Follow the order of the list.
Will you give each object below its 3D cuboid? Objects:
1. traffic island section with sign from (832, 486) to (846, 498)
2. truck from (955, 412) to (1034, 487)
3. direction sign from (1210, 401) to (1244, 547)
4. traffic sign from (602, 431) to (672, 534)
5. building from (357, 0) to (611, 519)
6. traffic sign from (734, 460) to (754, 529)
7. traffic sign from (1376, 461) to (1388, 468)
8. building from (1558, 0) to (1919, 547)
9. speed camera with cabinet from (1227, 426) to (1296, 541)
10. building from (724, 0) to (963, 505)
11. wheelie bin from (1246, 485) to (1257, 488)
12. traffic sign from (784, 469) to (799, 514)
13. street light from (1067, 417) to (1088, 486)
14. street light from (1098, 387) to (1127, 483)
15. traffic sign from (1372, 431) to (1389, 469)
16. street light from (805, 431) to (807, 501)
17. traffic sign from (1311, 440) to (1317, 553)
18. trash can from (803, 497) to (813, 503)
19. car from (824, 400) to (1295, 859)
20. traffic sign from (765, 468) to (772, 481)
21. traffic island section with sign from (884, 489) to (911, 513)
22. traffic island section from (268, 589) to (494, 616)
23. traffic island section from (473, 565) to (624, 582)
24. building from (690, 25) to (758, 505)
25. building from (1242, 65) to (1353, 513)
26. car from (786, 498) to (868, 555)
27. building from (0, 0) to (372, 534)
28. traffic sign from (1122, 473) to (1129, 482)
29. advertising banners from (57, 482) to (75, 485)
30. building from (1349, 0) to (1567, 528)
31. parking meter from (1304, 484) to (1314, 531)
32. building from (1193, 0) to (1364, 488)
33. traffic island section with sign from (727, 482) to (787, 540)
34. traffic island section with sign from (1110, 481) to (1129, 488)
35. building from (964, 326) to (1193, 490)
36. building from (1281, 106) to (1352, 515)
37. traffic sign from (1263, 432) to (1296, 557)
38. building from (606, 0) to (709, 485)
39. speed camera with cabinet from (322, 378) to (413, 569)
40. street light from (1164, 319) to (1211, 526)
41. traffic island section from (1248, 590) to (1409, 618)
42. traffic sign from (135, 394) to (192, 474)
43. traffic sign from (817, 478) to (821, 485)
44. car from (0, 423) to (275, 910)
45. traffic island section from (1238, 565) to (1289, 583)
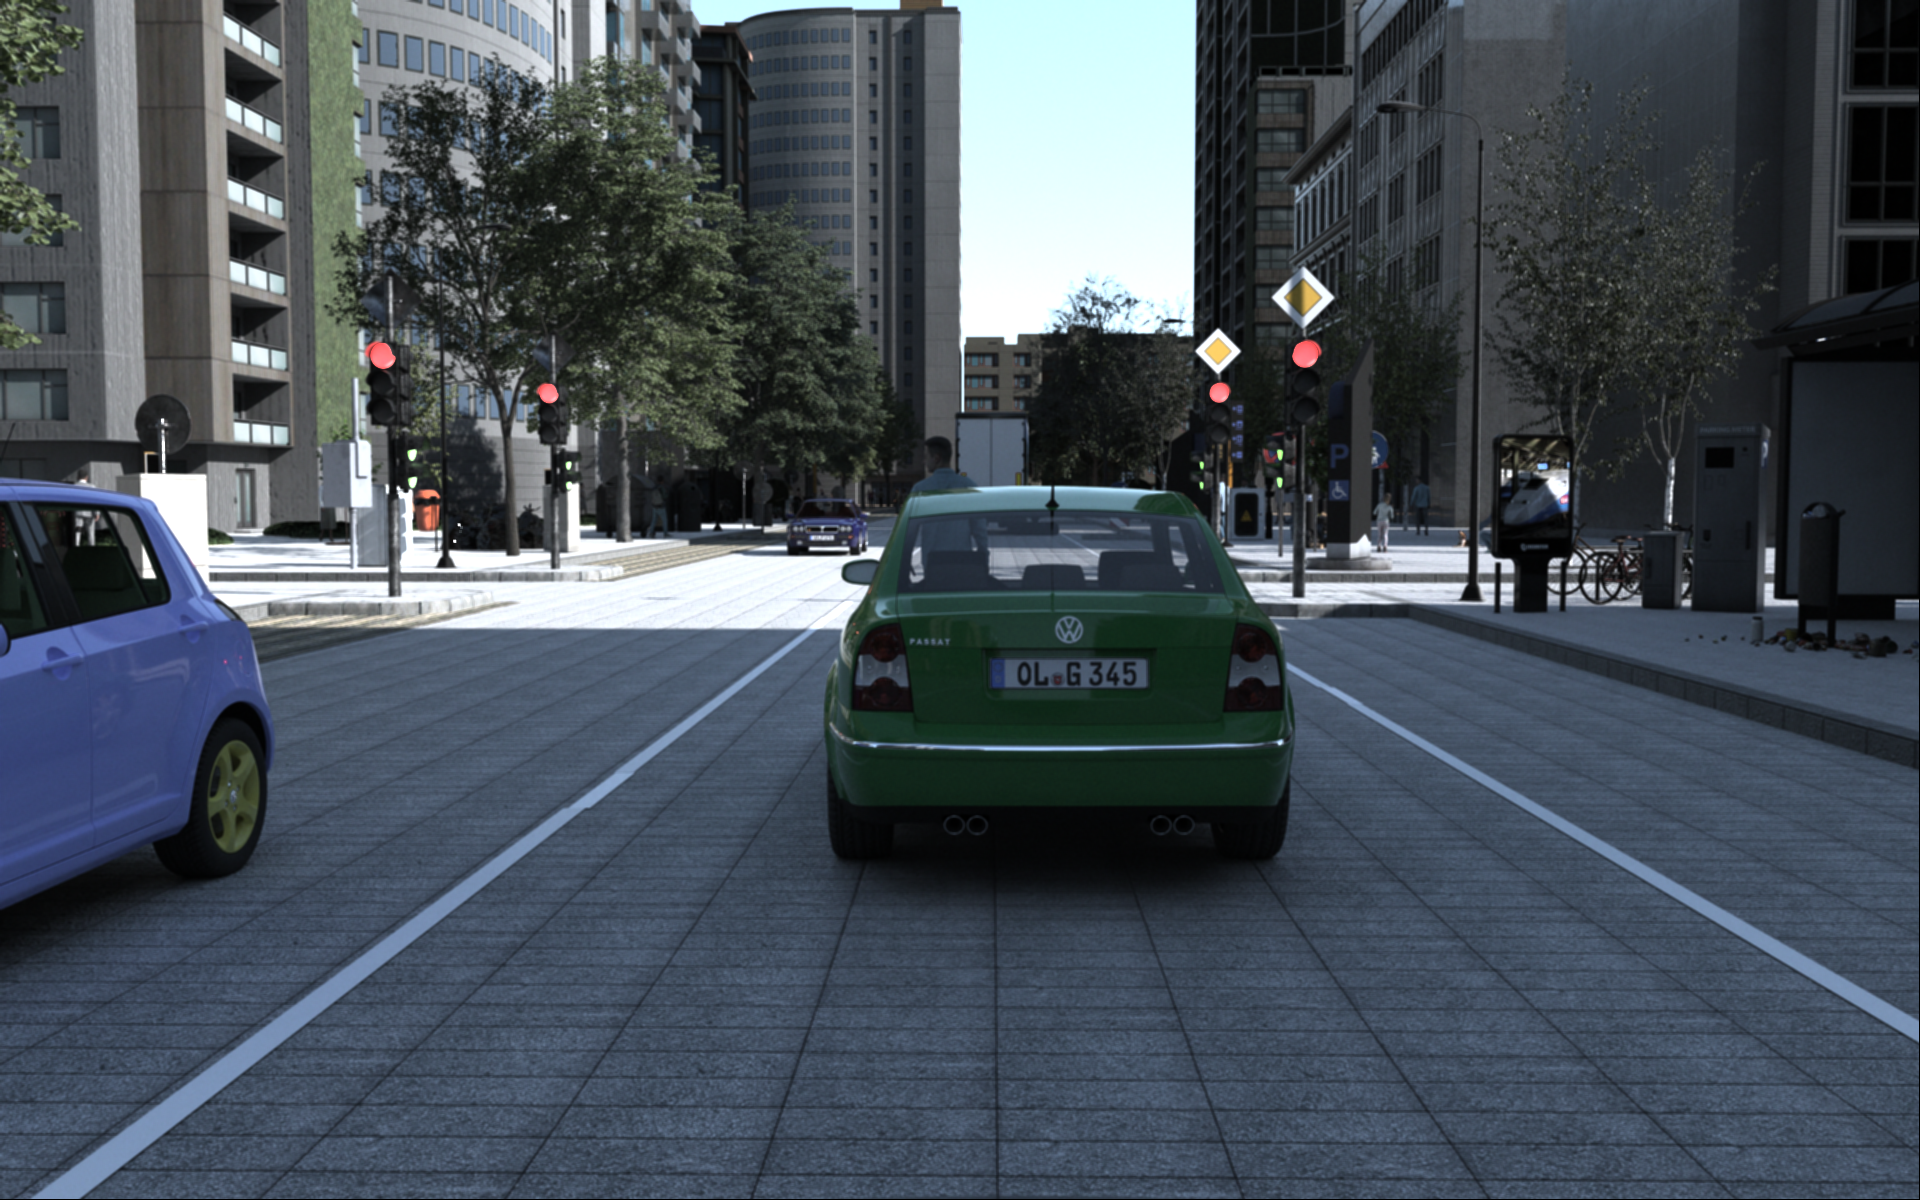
[{"bbox_3d":[-5.682,-4.464,81.614,1.989,1.847,2.006,0,4,1],"label":"traffic island section with sign"},{"bbox_3d":[1.319,-4.647,64.890,2.839,4.237,11.283,0,4,3],"label":"truck"},{"bbox_3d":[6.459,-3.056,41.967,0.876,3.537,0.379,-1,4,-17],"label":"direction sign"},{"bbox_3d":[-10.361,-3.770,55.515,2.265,3.308,0.079,0,4,5],"label":"traffic sign"},{"bbox_3d":[-30.986,-33.221,85.162,21.231,58.520,28.212,0,4,1],"label":"building"},{"bbox_3d":[-8.035,-3.932,64.395,0.768,2.556,0.104,0,4,5],"label":"traffic sign"},{"bbox_3d":[8.396,-2.190,35.812,0.884,2.594,0.081,1,4,8],"label":"traffic sign"},{"bbox_3d":[33.368,-13.882,46.043,30.058,24.678,14.314,0,4,1],"label":"building"},{"bbox_3d":[8.433,-3.275,47.890,2.038,3.252,0.660,0,4,-2],"label":"speed camera with cabinet"},{"bbox_3d":[-13.824,-40.818,209.366,28.212,58.520,21.231,0,4,1],"label":"building"},{"bbox_3d":[10.251,-3.266,61.314,0.693,1.594,0.980,-3,5,-44],"label":"wheelie bin"},{"bbox_3d":[-8.533,-5.349,87.563,0.768,2.556,0.104,1,4,9],"label":"traffic sign"},{"bbox_3d":[7.160,-8.071,104.500,1.470,5.913,1.316,0,4,1],"label":"street light"},{"bbox_3d":[6.676,-6.281,75.239,1.470,5.913,1.316,0,4,1],"label":"street light"},{"bbox_3d":[8.215,-2.125,34.854,0.768,2.556,0.104,0,4,3],"label":"traffic sign"},{"bbox_3d":[-7.369,-7.125,89.036,1.470,5.913,1.316,0,4,1],"label":"street light"},{"bbox_3d":[7.796,-2.321,37.957,0.884,2.594,0.081,1,4,9],"label":"traffic sign"},{"bbox_3d":[-8.021,-4.916,92.036,0.748,1.137,0.748,0,3,0],"label":"trash can"},{"bbox_3d":[0.376,0.038,8.170,1.959,1.807,4.718,0,3,0],"label":"car"},{"bbox_3d":[-9.919,-5.416,88.281,0.795,2.593,0.064,1,4,10],"label":"traffic sign"},{"bbox_3d":[-4.737,-7.548,132.040,1.989,1.847,2.006,0,4,1],"label":"traffic island section with sign"},{"bbox_3d":[-7.109,0.033,21.736,2.009,0.180,2.903,0,4,1],"label":"traffic island section"},{"bbox_3d":[-6.961,-0.455,29.720,2.009,0.180,2.903,0,4,1],"label":"traffic island section"},{"bbox_3d":[-32.168,-30.835,158.771,28.867,44.769,22.147,0,4,1],"label":"building"},{"bbox_3d":[26.569,-21.335,120.530,14.160,30.474,14.107,0,4,1],"label":"building"},{"bbox_3d":[-3.170,-1.782,41.723,1.945,1.354,3.894,0,4,0],"label":"car"},{"bbox_3d":[-29.007,-22.811,56.553,14.154,41.232,14.086,0,4,1],"label":"building"},{"bbox_3d":[7.923,-4.864,81.663,0.606,2.300,0.079,0,4,4],"label":"traffic sign"},{"bbox_3d":[-10.059,-1.325,17.851,2.074,3.025,0.090,0,4,4],"label":"advertising banners"},{"bbox_3d":[24.789,-15.667,74.182,12.078,24.808,19.932,0,4,1],"label":"building"},{"bbox_3d":[8.663,-2.122,43.110,0.372,1.533,0.369,0,3,0],"label":"parking meter"},{"bbox_3d":[30.571,-43.993,157.533,20.563,71.187,20.611,0,4,1],"label":"building"},{"bbox_3d":[-6.183,-2.794,54.313,1.989,1.847,2.006,0,4,1],"label":"traffic island section with sign"},{"bbox_3d":[4.853,-2.812,54.606,1.989,1.847,2.006,0,4,1],"label":"traffic island section with sign"},{"bbox_3d":[15.120,-22.521,213.255,28.899,21.520,27.650,0,4,1],"label":"building"},{"bbox_3d":[24.585,-16.236,94.333,11.050,23.489,19.941,0,4,1],"label":"building"},{"bbox_3d":[6.572,-2.160,35.425,0.768,2.556,0.104,0,4,7],"label":"traffic sign"},{"bbox_3d":[-30.424,-30.646,120.672,23.786,49.044,30.456,0,4,1],"label":"building"},{"bbox_3d":[-10.358,-2.199,30.294,0.660,3.252,2.038,1,4,11],"label":"speed camera with cabinet"},{"bbox_3d":[6.088,-4.492,45.979,1.470,5.913,1.316,0,4,1],"label":"street light"},{"bbox_3d":[4.231,0.046,21.523,2.009,0.180,2.903,0,4,1],"label":"traffic island section"},{"bbox_3d":[-10.183,-1.347,22.135,0.768,2.556,0.104,0,4,7],"label":"traffic sign"},{"bbox_3d":[-8.806,-6.404,104.714,0.884,2.594,0.081,0,4,5],"label":"traffic sign"},{"bbox_3d":[-3.602,0.265,5.257,1.945,1.707,3.694,0,4,2],"label":"car"},{"bbox_3d":[4.378,-0.442,29.506,2.009,0.180,2.903,0,4,1],"label":"traffic island section"}]
